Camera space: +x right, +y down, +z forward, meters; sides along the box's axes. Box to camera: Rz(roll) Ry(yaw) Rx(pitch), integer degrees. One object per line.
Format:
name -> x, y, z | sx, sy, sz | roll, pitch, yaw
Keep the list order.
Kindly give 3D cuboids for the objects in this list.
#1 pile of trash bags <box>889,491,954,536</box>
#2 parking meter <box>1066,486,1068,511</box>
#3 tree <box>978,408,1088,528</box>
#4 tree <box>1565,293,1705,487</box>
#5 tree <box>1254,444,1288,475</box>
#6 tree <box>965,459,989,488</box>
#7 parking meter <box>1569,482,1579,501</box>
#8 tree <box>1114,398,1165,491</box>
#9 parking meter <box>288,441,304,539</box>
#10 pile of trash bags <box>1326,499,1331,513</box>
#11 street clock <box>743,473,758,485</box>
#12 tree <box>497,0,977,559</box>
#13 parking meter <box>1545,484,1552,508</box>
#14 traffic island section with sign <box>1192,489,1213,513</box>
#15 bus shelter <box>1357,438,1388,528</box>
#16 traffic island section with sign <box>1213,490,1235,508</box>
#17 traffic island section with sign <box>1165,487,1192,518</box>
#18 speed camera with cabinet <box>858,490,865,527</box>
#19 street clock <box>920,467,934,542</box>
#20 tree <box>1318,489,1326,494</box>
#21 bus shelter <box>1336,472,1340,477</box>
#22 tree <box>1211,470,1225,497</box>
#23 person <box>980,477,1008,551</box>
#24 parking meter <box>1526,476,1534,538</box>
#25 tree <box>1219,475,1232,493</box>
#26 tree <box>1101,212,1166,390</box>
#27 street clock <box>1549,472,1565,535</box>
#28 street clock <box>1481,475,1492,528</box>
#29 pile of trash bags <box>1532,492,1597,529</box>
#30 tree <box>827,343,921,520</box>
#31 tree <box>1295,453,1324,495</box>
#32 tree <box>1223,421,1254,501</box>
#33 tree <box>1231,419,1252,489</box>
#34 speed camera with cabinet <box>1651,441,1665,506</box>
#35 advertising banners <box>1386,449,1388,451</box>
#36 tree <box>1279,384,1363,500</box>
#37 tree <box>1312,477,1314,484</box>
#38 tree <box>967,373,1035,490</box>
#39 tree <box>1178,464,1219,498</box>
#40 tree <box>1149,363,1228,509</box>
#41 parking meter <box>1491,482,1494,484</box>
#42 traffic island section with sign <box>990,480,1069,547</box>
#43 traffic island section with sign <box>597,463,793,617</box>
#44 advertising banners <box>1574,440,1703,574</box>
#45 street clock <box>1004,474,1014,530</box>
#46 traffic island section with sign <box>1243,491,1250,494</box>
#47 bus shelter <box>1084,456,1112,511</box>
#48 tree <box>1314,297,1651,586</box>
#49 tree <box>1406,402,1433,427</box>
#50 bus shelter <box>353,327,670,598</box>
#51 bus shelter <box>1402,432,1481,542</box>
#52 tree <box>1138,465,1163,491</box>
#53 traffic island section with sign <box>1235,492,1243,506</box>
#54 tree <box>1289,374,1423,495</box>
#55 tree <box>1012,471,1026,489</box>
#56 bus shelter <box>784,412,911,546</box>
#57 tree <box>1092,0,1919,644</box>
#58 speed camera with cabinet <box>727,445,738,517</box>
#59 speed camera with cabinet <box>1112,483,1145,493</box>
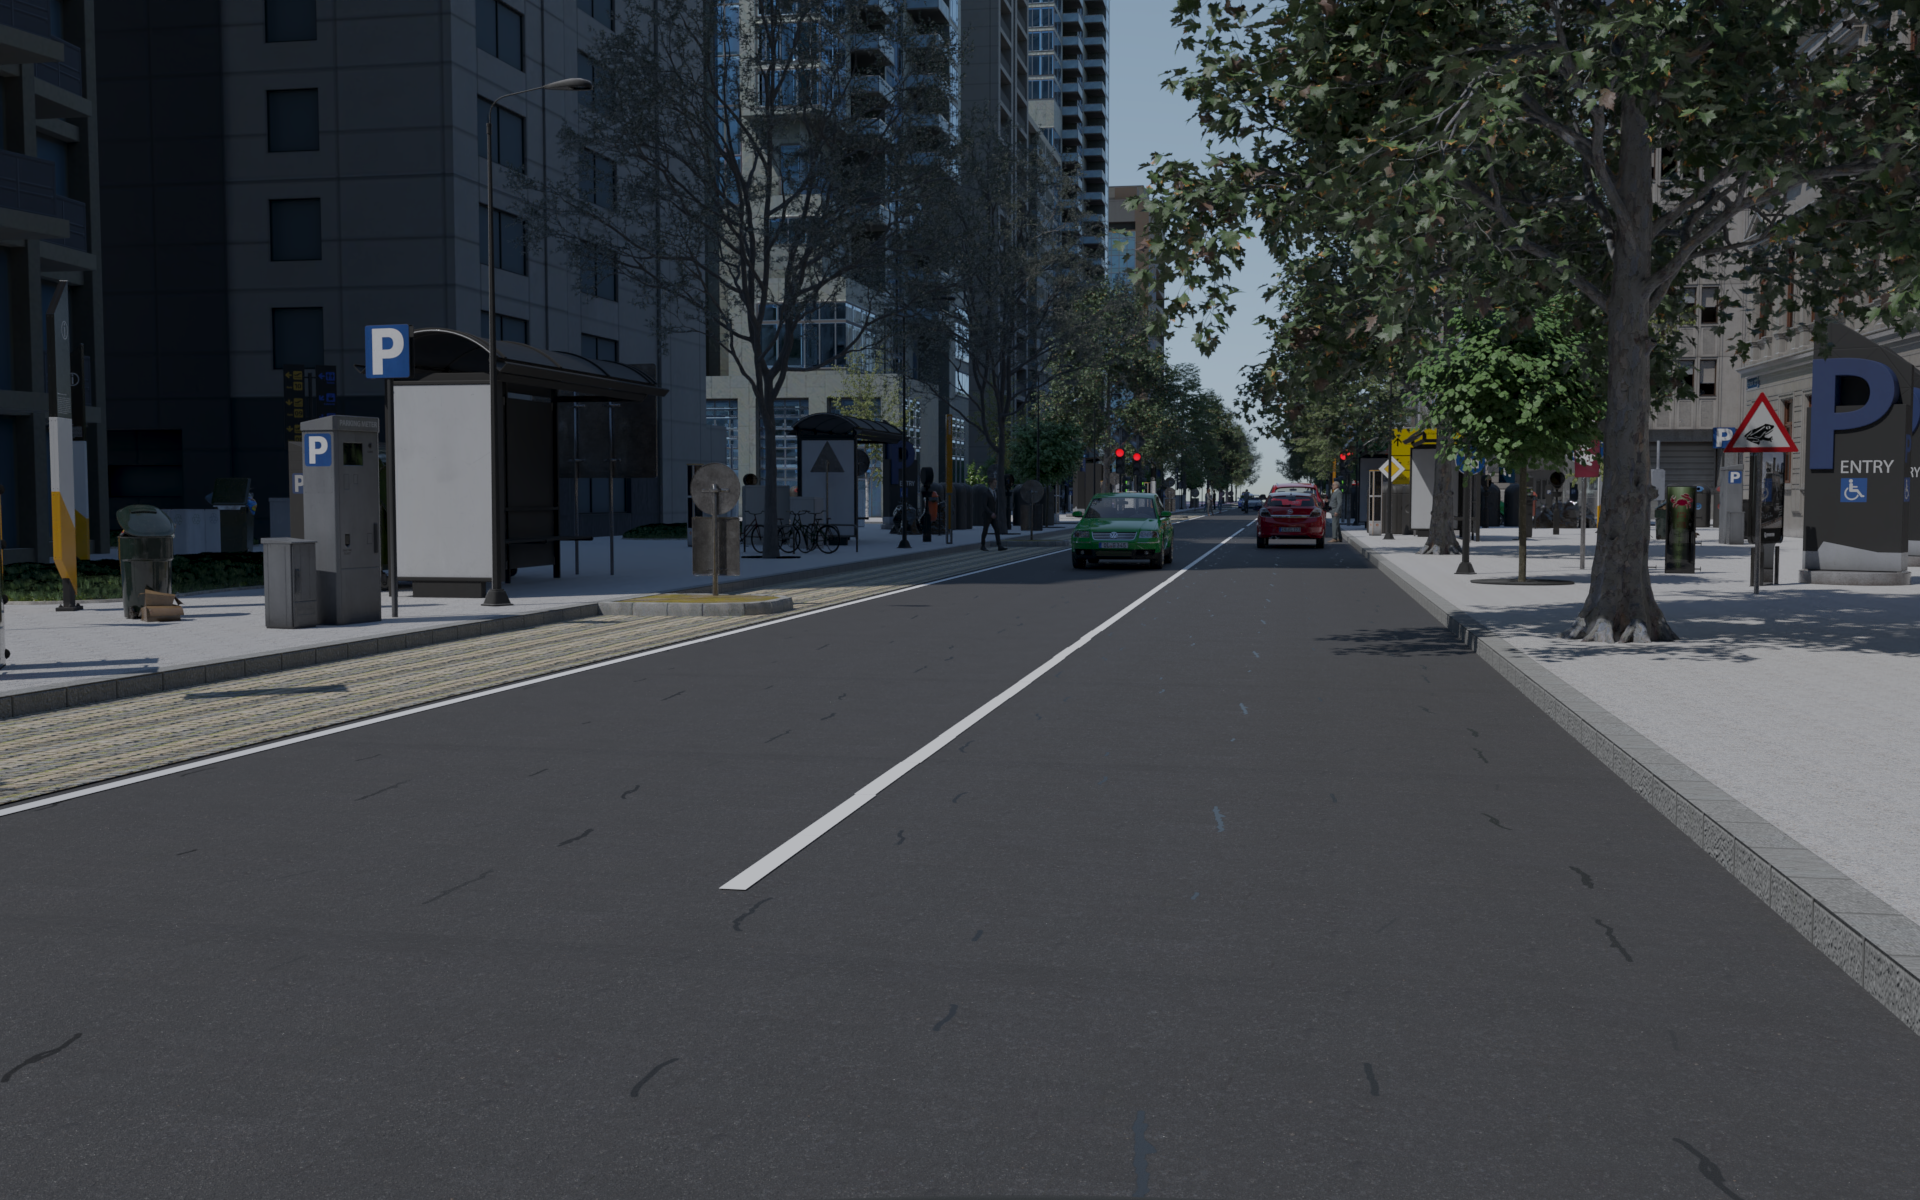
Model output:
pile of trash bags -> -1.112, -2.753, 54.761 | 1.912, 1.369, 3.447 | -1, 4, -10
parking meter -> 7.717, -7.406, 126.794 | 0.399, 1.863, 0.255 | 2, 4, 26
tree -> 3.253, -5.024, 65.852 | 4.285, 4.588, 4.351 | 0, 3, 0
tree -> 22.590, -6.706, 60.013 | 4.737, 8.622, 4.395 | 0, 3, 0
tree -> 48.888, -19.899, 235.724 | 12.009, 13.543, 11.850 | 0, 3, 0
tree -> 0.679, -6.203, 96.025 | 1.663, 3.219, 1.824 | 0, 3, 0
parking meter -> 30.272, -4.875, 85.410 | 0.399, 1.863, 0.255 | 2, 4, 27
tree -> 12.460, -10.273, 118.319 | 4.360, 8.622, 3.978 | 0, 3, 0
parking meter -> -7.216, -0.828, 19.243 | 0.399, 1.863, 0.255 | 2, 4, 27
pile of trash bags -> 26.852, -6.692, 119.160 | 1.912, 1.369, 3.447 | -3, 5, -44
street clock -> -7.370, -3.444, 60.881 | 0.471, 2.002, 0.358 | -2, 4, -29
tree -> -3.766, -7.563, 34.024 | 12.009, 13.543, 11.850 | 0, 3, 0
parking meter -> 33.989, -5.770, 100.052 | 0.399, 1.863, 0.255 | 1, 4, 14
traffic island section with sign -> 17.526, -7.341, 128.648 | 1.989, 1.847, 2.006 | 1, 4, 11
bus shelter -> 15.182, -4.171, 62.113 | 2.014, 3.302, 5.546 | 1, 4, 11
traffic island section with sign -> 26.866, -10.315, 177.282 | 1.989, 1.847, 2.006 | 1, 4, 11
traffic island section with sign -> 12.448, -5.721, 102.173 | 1.989, 1.847, 2.006 | 1, 4, 11
speed camera with cabinet -> -4.491, -4.485, 67.665 | 0.660, 3.252, 2.038 | -3, 4, -36
street clock -> -0.883, -2.557, 46.382 | 0.358, 2.002, 0.471 | -1, 4, -21
tree -> 41.671, -12.459, 198.297 | 1.663, 3.219, 1.824 | 0, 3, 0
bus shelter -> 32.923, -9.378, 147.255 | 2.014, 3.302, 5.546 | 1, 4, 11
tree -> 30.422, -15.760, 208.032 | 4.737, 8.622, 4.395 | 0, 3, 0
person -> 0.832, -2.142, 43.300 | 0.755, 1.850, 0.659 | 3, 4, 38
parking meter -> 16.605, -2.757, 50.796 | 0.255, 1.863, 0.399 | -1, 4, -13
tree -> 34.381, -14.987, 228.748 | 4.285, 4.588, 4.351 | 0, 3, 0
tree -> 1.191, -8.811, 54.428 | 12.009, 13.543, 11.850 | 0, 3, 0
street clock -> 18.785, -3.055, 54.522 | 0.471, 2.002, 0.358 | 1, 4, 15
street clock -> 19.791, -3.707, 65.181 | 0.358, 2.002, 0.471 | 3, 5, 42
pile of trash bags -> 22.140, -3.358, 64.650 | 3.447, 1.369, 1.912 | -3, 4, -36
tree -> -4.296, -8.189, 84.246 | 4.737, 8.622, 4.395 | 0, 3, 0
tree -> 34.687, -13.258, 167.127 | 4.737, 8.622, 4.395 | 0, 3, 0
tree -> 49.526, -24.402, 309.339 | 12.009, 13.543, 11.850 | 0, 3, 0
tree -> 38.044, -20.241, 249.069 | 7.486, 12.596, 7.792 | 0, 3, 0
speed camera with cabinet -> 25.570, -4.315, 64.882 | 0.660, 3.252, 2.038 | -1, 4, -10
advertising banners -> 16.335, -4.261, 65.862 | 0.090, 3.025, 2.074 | 0, 4, 6
tree -> 26.173, -11.577, 123.699 | 7.601, 10.594, 8.767 | -1, 4, -15
tree -> 19.687, -6.036, 82.402 | 4.285, 4.588, 4.351 | 0, 3, 0
tree -> 2.584, -9.552, 106.531 | 4.737, 8.622, 4.395 | 0, 3, 0
tree -> 22.805, -11.424, 170.489 | 4.285, 4.588, 4.351 | 0, 3, 0
tree -> 19.032, -14.162, 149.675 | 7.486, 12.596, 7.792 | 0, 3, 0
parking meter -> 23.145, -4.287, 75.796 | 0.399, 1.863, 0.255 | -2, 4, -32
traffic island section with sign -> 1.965, -2.382, 47.576 | 1.989, 1.847, 2.006 | 1, 4, 11
traffic island section with sign -> -3.123, -0.763, 21.104 | 1.989, 1.847, 2.006 | 1, 4, 11
advertising banners -> 10.896, -1.946, 28.011 | 2.074, 3.025, 0.090 | 1, 4, 17
street clock -> 1.720, -3.515, 62.034 | 0.358, 2.002, 0.471 | 3, 4, 39
traffic island section with sign -> 42.320, -15.241, 257.824 | 1.989, 1.847, 2.006 | 1, 4, 11
bus shelter -> 8.733, -7.164, 108.407 | 1.731, 3.624, 6.357 | 1, 4, 11
tree -> 8.066, -2.519, 24.892 | 4.285, 4.588, 4.351 | 0, 3, 0
tree -> 30.964, -10.054, 114.749 | 4.360, 8.622, 3.978 | 0, 3, 0
bus shelter -> -5.917, -1.828, 23.813 | 2.014, 3.302, 5.546 | 1, 4, 11
bus shelter -> 13.690, -3.369, 49.009 | 2.014, 3.302, 5.546 | 1, 4, 11
tree -> 12.356, -7.267, 113.414 | 1.663, 3.219, 1.824 | 0, 3, 0
traffic island section with sign -> 31.982, -11.943, 203.897 | 1.989, 1.847, 2.006 | 1, 4, 11
tree -> 21.391, -10.725, 93.487 | 7.486, 12.596, 7.792 | 0, 3, 0
tree -> 4.247, -7.569, 118.354 | 1.663, 3.219, 1.824 | 0, 3, 0
bus shelter -> -2.867, -3.165, 45.664 | 2.014, 3.302, 5.546 | 1, 4, 11
tree -> 5.961, -5.993, 14.995 | 9.611, 12.733, 9.660 | 0, 3, 0
speed camera with cabinet -> -9.384, -4.642, 70.230 | 0.660, 3.252, 2.038 | 0, 4, -3
speed camera with cabinet -> 10.362, -6.868, 106.624 | 2.038, 3.252, 0.660 | -2, 4, -26
